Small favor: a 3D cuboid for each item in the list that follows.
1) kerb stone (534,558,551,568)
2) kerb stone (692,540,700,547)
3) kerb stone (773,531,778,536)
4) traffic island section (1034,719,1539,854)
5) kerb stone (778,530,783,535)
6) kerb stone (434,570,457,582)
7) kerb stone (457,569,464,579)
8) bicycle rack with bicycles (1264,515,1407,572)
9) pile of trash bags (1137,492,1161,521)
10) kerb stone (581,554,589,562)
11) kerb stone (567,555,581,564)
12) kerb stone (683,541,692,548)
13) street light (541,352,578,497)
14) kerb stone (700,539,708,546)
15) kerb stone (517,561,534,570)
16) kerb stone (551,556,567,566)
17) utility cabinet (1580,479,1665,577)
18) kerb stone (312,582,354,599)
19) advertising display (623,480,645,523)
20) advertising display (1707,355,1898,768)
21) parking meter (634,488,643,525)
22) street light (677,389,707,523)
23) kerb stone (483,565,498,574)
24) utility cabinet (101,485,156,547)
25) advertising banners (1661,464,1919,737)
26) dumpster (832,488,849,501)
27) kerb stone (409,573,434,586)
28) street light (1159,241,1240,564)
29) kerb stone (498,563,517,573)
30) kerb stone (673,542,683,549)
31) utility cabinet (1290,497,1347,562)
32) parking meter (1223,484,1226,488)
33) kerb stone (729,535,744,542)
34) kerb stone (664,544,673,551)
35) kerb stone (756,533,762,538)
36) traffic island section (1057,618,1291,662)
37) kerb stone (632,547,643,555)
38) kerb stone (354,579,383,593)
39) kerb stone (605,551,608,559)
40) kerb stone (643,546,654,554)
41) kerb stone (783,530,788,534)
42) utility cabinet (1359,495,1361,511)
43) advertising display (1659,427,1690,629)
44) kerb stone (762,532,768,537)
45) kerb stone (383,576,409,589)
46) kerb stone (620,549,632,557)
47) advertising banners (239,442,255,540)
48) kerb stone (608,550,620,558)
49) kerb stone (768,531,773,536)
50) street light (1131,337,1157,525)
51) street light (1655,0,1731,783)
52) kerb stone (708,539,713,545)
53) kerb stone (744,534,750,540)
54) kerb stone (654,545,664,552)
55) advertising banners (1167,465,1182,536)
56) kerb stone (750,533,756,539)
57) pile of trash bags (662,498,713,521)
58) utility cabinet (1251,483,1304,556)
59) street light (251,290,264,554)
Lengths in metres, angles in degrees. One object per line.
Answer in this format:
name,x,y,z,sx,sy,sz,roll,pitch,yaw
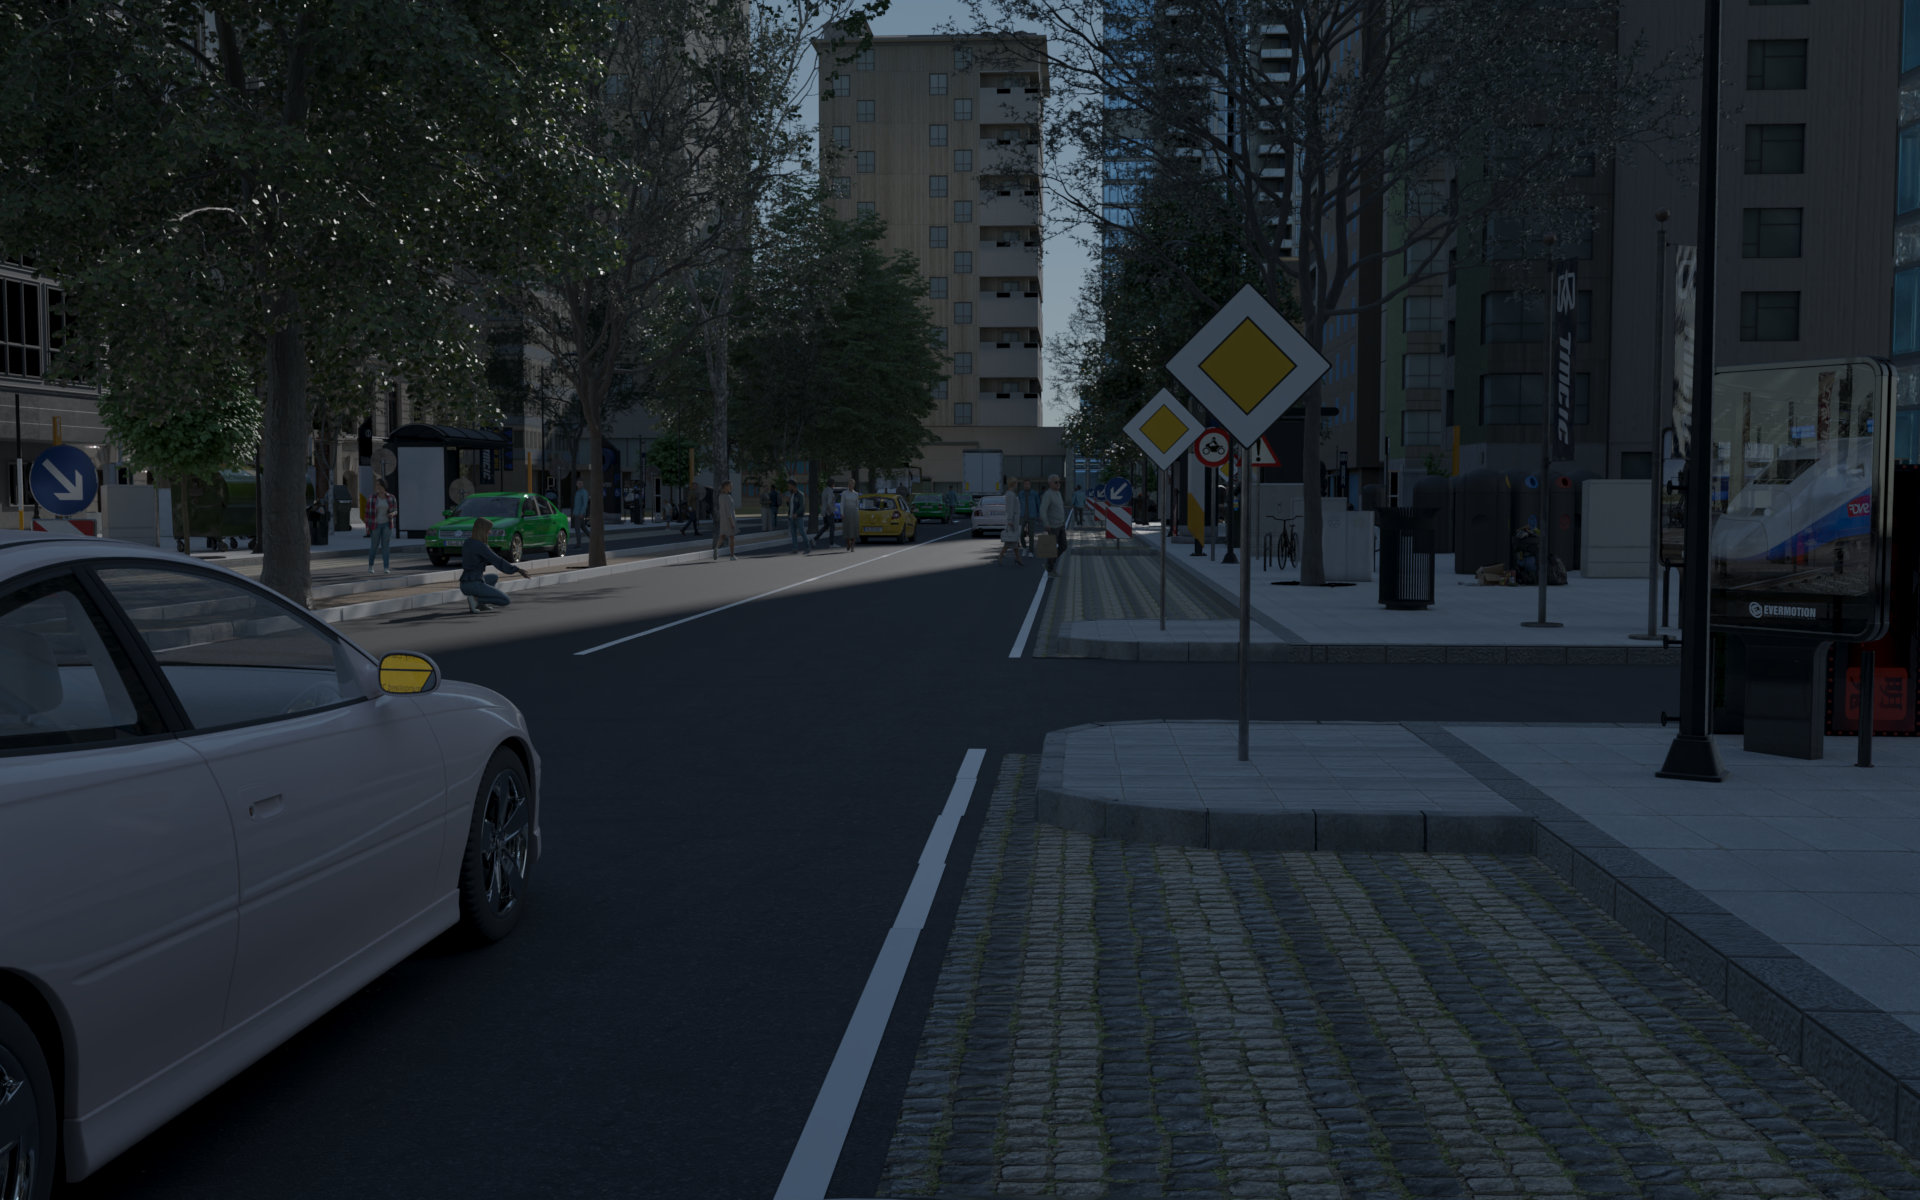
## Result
kerb stone,-8.172,-0.691,33.500,0.120,0.150,1.000,0,4,4
kerb stone,-7.271,-1.499,46.806,0.120,0.150,1.000,0,4,4
kerb stone,-6.422,-2.255,59.062,0.120,0.150,1.000,0,4,4
traffic island section,1.386,0.852,8.355,2.009,0.180,2.903,0,4,4
kerb stone,-6.360,-2.315,60.083,0.120,0.150,1.000,0,4,4
kerb stone,-8.523,-0.378,28.381,0.120,0.150,1.000,0,4,4
kerb stone,-8.447,-0.441,29.405,0.120,0.150,1.000,0,4,4
bicycle rack with bicycles,6.299,-0.991,29.584,2.852,0.926,2.925,1,4,14
pile of trash bags,9.441,-4.474,82.907,1.912,1.369,3.447,-2,4,-24
kerb stone,-7.964,-0.879,36.571,0.120,0.150,1.000,0,4,4
kerb stone,-8.036,-0.816,35.548,0.120,0.150,1.000,0,4,4
kerb stone,-7.332,-1.438,45.775,0.120,0.150,1.000,0,4,4
street light,-13.180,-5.162,56.940,1.470,5.913,1.316,0,4,4
kerb stone,-7.195,-1.567,47.825,0.120,0.150,1.000,0,4,4
kerb stone,-8.248,-0.620,32.476,0.120,0.150,1.000,0,4,4
kerb stone,-8.096,-0.754,34.528,0.120,0.150,1.000,0,4,4
utility cabinet,10.105,-1.084,26.398,1.173,1.500,0.318,0,4,0
kerb stone,-8.798,-0.128,24.288,0.120,0.150,1.000,0,4,4
advertising display,-14.630,-4.439,77.798,0.974,1.923,0.123,0,4,2
advertising display,4.047,-0.199,8.463,0.123,1.923,0.974,-2,4,-30
parking meter,-13.568,-3.955,73.075,0.372,1.533,0.369,0,3,0
street light,-11.837,-6.352,76.403,1.470,5.913,1.316,0,4,4
kerb stone,-8.381,-0.504,30.429,0.120,0.150,1.000,0,4,4
utility cabinet,-19.795,-1.991,41.226,0.318,1.500,1.173,2,4,34
advertising banners,4.798,-0.789,9.085,2.074,3.025,0.090,0,4,6
dumpster,-7.676,-6.526,114.922,1.865,1.857,1.264,0,4,4
kerb stone,-8.589,-0.316,27.354,0.120,0.150,1.000,0,4,4
street light,4.457,-3.629,31.882,1.470,5.913,1.316,0,4,4
kerb stone,-8.311,-0.566,31.455,0.120,0.150,1.000,0,4,4
kerb stone,-7.405,-1.380,44.750,0.120,0.150,1.000,0,4,4
utility cabinet,6.819,-1.332,32.937,1.020,1.237,0.306,0,4,6
parking meter,13.450,-4.983,87.181,0.399,1.863,0.255,2,4,35
kerb stone,-6.847,-1.880,52.929,0.120,0.150,1.000,0,4,4
kerb stone,-7.475,-1.315,43.728,0.120,0.150,1.000,0,4,4
kerb stone,-6.636,-2.067,55.988,0.120,0.150,1.000,0,4,4
traffic island section,1.930,0.364,16.322,2.009,0.180,2.903,0,4,4
kerb stone,-7.679,-1.129,40.657,0.120,0.150,1.000,0,4,4
kerb stone,-8.729,-0.191,25.311,0.120,0.150,1.000,0,4,4
kerb stone,-7.900,-0.942,37.598,0.120,0.150,1.000,0,4,4
kerb stone,-7.608,-1.191,41.686,0.120,0.150,1.000,0,4,4
kerb stone,-6.290,-2.378,61.103,0.120,0.150,1.000,0,4,4
utility cabinet,19.302,-4.333,82.012,1.020,1.237,0.306,-3,5,-41
advertising display,6.932,-0.676,16.260,0.123,1.923,0.974,-1,4,-17
kerb stone,-6.564,-2.130,57.013,0.120,0.150,1.000,0,4,4
kerb stone,-8.665,-0.248,26.333,0.120,0.150,1.000,0,4,4
kerb stone,-7.756,-1.067,39.637,0.120,0.150,1.000,0,4,4
advertising banners,-20.282,-3.253,49.381,0.090,3.025,2.074,-1,4,-8
kerb stone,-7.820,-1.004,38.617,0.120,0.150,1.000,0,4,4
kerb stone,-6.496,-2.192,58.034,0.120,0.150,1.000,0,4,4
street light,5.766,-4.823,51.393,1.470,5.913,1.316,0,4,4
street light,2.794,-2.153,7.739,1.470,5.913,1.316,0,4,4
kerb stone,-7.128,-1.626,48.846,0.120,0.150,1.000,0,4,4
kerb stone,-6.780,-1.942,53.949,0.120,0.150,1.000,0,4,4
kerb stone,-7.547,-1.255,42.707,0.120,0.150,1.000,0,4,4
advertising banners,6.110,-3.233,49.046,0.090,3.025,2.074,0,4,-6
kerb stone,-6.705,-2.004,54.968,0.120,0.150,1.000,0,4,4
pile of trash bags,-12.902,-4.608,85.101,1.912,1.369,3.447,3,4,38
utility cabinet,6.468,-1.646,35.590,1.173,1.500,0.318,1,4,12
street light,-14.545,-3.948,37.092,1.470,5.913,1.316,0,4,4
